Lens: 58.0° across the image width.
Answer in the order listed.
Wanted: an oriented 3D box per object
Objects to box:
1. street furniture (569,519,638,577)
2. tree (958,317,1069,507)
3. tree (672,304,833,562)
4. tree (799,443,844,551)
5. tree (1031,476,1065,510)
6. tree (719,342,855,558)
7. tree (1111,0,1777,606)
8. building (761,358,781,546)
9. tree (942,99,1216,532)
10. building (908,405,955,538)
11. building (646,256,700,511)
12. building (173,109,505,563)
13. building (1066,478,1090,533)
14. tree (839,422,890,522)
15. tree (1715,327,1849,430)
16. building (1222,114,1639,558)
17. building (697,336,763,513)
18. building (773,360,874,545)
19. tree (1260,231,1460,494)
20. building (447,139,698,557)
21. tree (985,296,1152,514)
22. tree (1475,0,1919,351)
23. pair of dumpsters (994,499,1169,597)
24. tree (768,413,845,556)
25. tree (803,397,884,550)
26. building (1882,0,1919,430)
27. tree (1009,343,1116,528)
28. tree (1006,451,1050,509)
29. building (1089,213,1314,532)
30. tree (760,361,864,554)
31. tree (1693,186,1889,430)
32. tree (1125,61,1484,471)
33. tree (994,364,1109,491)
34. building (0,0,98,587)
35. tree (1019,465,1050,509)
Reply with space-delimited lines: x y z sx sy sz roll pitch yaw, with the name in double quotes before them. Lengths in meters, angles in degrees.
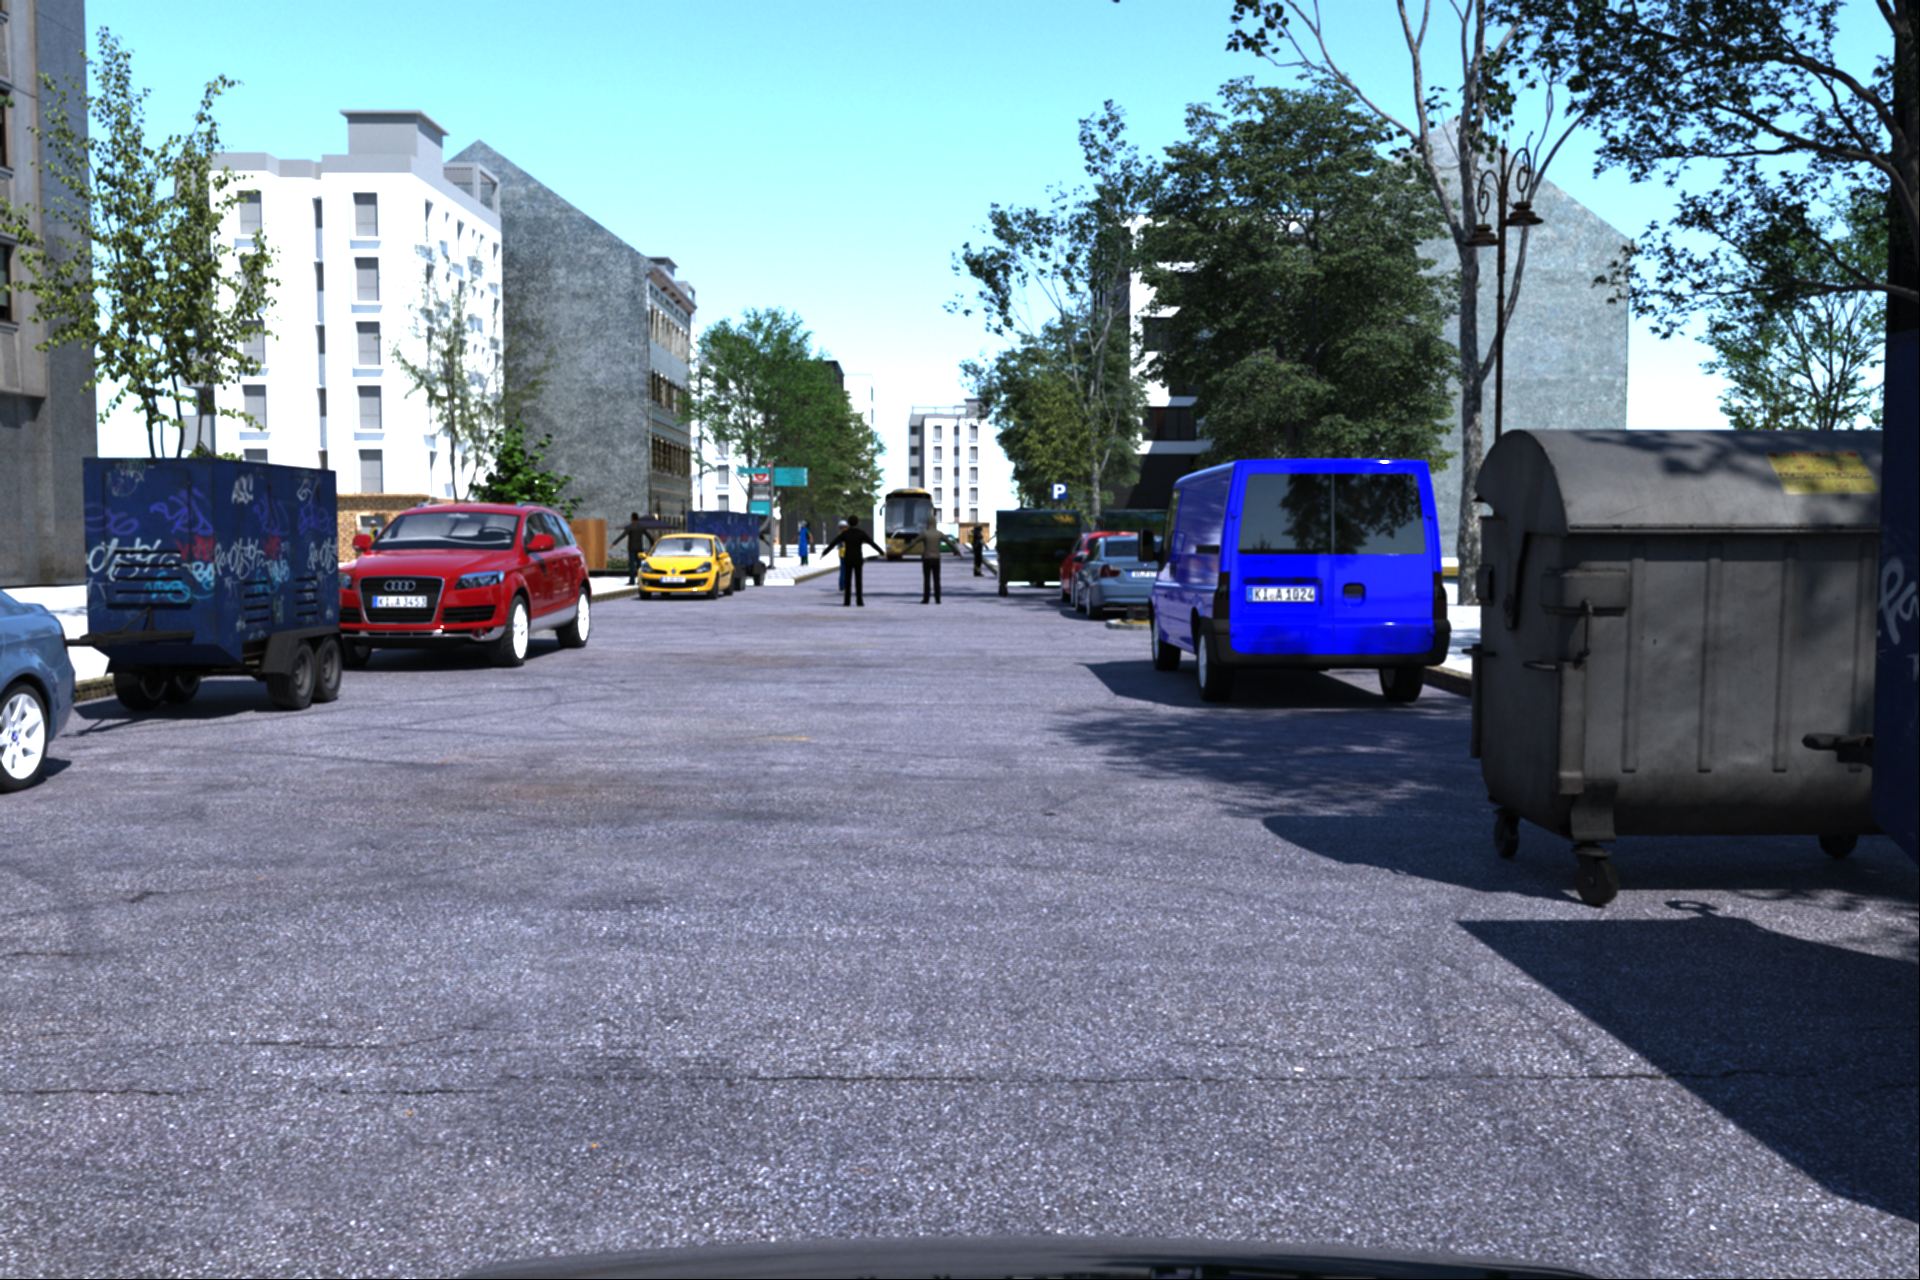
"street furniture" -12.583 -2.932 54.796 9.812 1.723 11.010 -1 4 -17
"tree" 5.800 -18.144 152.548 12.611 20.169 13.585 0 3 0
"tree" -9.456 -9.327 78.259 9.928 11.665 9.643 0 3 0
"tree" -9.513 -10.603 123.715 4.360 8.622 3.978 0 3 0
"tree" 5.234 -9.920 112.561 4.360 8.622 3.978 0 3 0
"tree" -9.558 -10.290 94.001 9.928 11.665 9.643 0 3 0
"tree" 7.918 -10.620 29.532 12.611 20.169 13.585 0 3 0
"building" -25.202 -19.966 182.867 16.016 20.090 11.380 0 4 -1
"tree" 5.559 -13.611 78.423 12.611 20.169 13.585 0 3 0
"building" -6.969 -23.570 244.247 11.380 20.090 16.016 0 4 -2
"building" -24.827 -16.071 119.177 16.016 20.090 11.380 0 4 0
"building" -28.991 -13.591 78.626 16.016 20.090 11.380 0 4 0
"building" 23.343 -23.826 220.480 19.493 23.208 18.063 0 3 0
"tree" -10.104 -13.902 153.056 9.928 11.665 9.643 0 3 0
"tree" 28.412 -6.728 60.370 4.737 8.622 4.395 0 3 0
"building" 25.898 -16.468 100.181 19.493 23.208 18.063 0 4 0
"building" -25.390 -18.951 166.275 16.016 20.090 11.380 0 4 0
"building" -25.282 -22.977 219.649 27.936 21.610 32.646 0 4 -1
"tree" 14.676 -9.001 65.298 7.486 12.596 7.792 0 3 0
"building" -26.926 -16.821 105.952 19.493 23.208 18.063 0 4 -1
"tree" 6.040 -11.488 94.484 9.857 13.997 8.962 0 3 0
"tree" 9.141 -4.959 15.494 8.767 10.594 7.601 1 4 9
"pair of dumpsters" 3.008 -2.147 40.051 4.436 2.255 1.574 0 4 -1
"tree" -9.711 -9.305 102.495 4.360 8.622 3.978 0 3 0
"tree" -10.185 -13.604 140.551 7.486 12.596 7.792 0 3 0
"building" 26.294 -12.281 29.463 12.332 23.479 15.834 0 4 0
"tree" 3.794 -7.097 66.400 4.737 8.622 4.395 0 3 0
"tree" 5.923 -11.643 140.723 4.737 8.622 4.395 0 3 0
"building" 23.269 -17.293 126.719 27.936 21.610 32.646 0 4 0
"tree" -9.897 -11.927 113.135 7.486 12.596 7.792 0 3 0
"tree" 25.951 -7.728 52.102 9.928 11.665 9.643 0 3 0
"tree" 9.455 -8.617 47.547 9.857 13.997 8.962 0 3 0
"tree" 5.688 -10.961 104.975 9.928 11.665 9.643 0 3 0
"building" -27.921 -13.220 33.402 12.078 24.872 19.932 0 4 1
"tree" 5.665 -10.561 123.040 4.360 8.622 3.978 0 3 0
